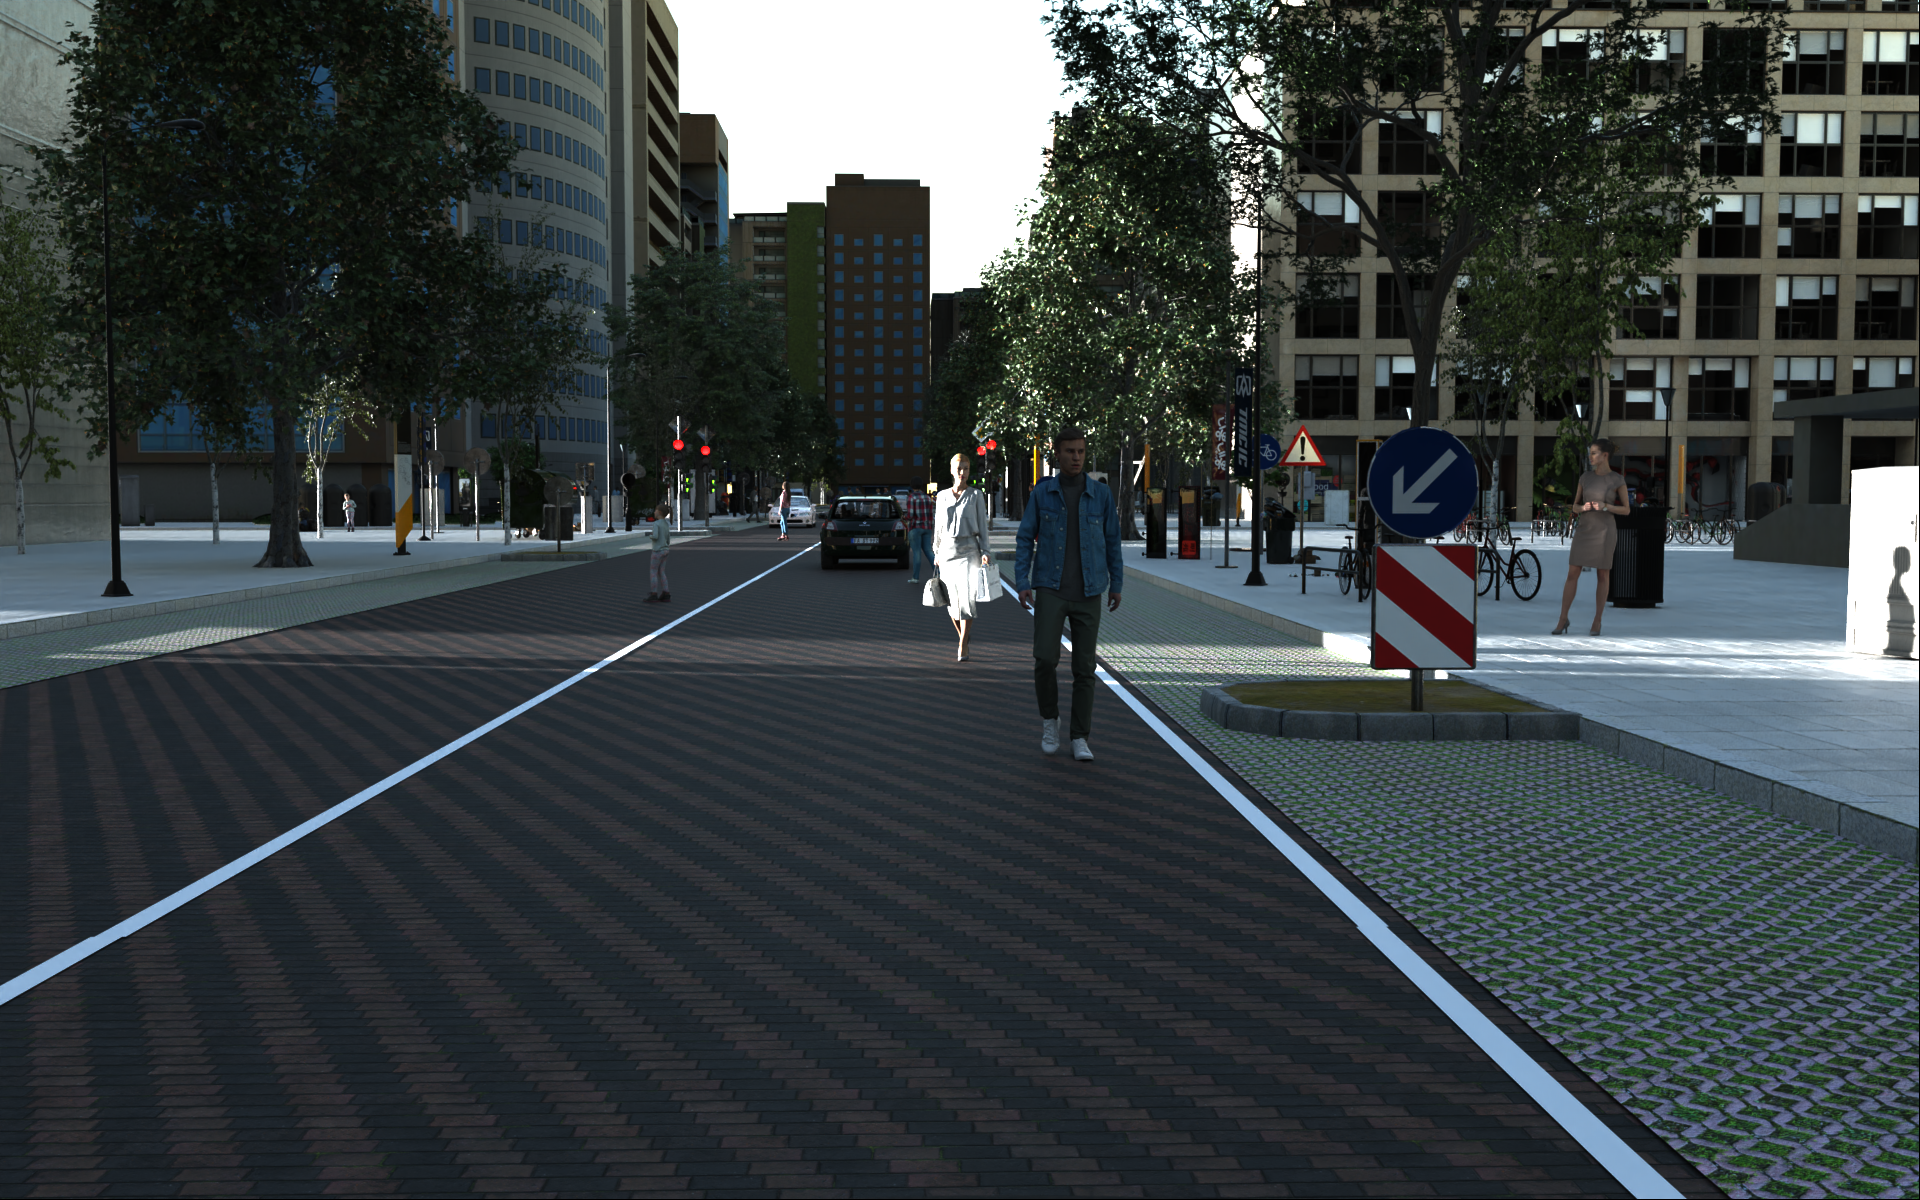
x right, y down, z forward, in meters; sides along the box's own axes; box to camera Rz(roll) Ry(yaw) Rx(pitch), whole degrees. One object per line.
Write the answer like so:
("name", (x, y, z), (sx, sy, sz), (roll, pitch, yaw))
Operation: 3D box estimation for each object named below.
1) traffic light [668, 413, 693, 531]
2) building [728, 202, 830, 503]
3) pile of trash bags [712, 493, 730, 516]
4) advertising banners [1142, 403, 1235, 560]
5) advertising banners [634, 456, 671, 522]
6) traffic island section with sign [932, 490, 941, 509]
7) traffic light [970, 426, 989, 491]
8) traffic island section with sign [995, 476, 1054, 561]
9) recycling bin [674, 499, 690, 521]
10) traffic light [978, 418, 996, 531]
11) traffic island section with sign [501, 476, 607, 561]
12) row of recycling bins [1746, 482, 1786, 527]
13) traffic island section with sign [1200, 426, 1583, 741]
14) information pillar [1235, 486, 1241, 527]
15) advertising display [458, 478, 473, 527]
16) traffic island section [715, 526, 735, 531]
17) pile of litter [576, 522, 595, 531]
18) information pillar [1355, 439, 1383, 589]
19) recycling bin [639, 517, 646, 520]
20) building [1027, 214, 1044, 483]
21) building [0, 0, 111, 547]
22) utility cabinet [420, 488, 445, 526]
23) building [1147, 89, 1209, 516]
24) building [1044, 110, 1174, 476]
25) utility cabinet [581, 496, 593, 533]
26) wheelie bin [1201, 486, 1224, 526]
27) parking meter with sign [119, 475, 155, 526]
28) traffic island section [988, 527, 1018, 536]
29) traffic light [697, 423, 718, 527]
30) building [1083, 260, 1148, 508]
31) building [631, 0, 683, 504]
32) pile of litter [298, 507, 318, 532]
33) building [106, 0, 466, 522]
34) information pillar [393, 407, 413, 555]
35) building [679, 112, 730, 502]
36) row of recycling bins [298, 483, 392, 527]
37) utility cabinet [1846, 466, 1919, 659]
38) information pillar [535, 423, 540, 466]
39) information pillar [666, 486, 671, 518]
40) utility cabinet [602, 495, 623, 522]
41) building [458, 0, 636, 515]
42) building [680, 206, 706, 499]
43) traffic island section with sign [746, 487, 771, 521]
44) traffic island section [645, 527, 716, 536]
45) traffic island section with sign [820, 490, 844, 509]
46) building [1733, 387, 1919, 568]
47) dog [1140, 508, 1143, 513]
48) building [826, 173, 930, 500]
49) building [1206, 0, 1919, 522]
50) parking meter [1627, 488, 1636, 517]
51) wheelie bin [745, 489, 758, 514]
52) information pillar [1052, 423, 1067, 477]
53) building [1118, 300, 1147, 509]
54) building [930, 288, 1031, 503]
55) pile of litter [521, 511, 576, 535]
("traffic light", (-9.701, -4.353, 60.100), (0.839, 4.253, 0.868), (0, 4, -2))
("building", (-25.520, -34.293, 244.291), (14.086, 41.232, 14.154), (0, 4, -2))
("pile of trash bags", (-14.757, -5.780, 104.260), (1.912, 1.369, 3.447), (1, 4, 17))
("advertising banners", (4.481, -2.311, 33.967), (2.074, 3.025, 0.090), (3, 4, 38))
("advertising banners", (-14.203, -5.087, 79.365), (2.074, 3.025, 0.090), (-1, 4, -14))
("traffic island section with sign", (-3.028, -11.664, 199.328), (1.989, 1.847, 2.006), (0, 4, -2))
("traffic light", (0.819, -4.862, 68.415), (0.839, 4.253, 0.868), (0, 4, -2))
("traffic island section with sign", (1.775, -1.789, 37.873), (1.989, 1.847, 2.006), (0, 4, -2))
("recycling bin", (-13.481, -4.360, 83.845), (0.722, 1.027, 0.722), (-1, 4, -13))
("traffic light", (1.055, -4.374, 60.434), (0.839, 4.253, 0.868), (0, 4, -2))
("traffic island section with sign", (-8.745, -1.770, 37.560), (1.989, 1.847, 2.006), (0, 4, -2))
("row of recycling bins", (27.982, -3.246, 60.181), (1.069, 1.692, 3.534), (2, 4, 32))
("traffic island section with sign", (2.586, -0.141, 10.930), (1.989, 1.847, 2.006), (0, 4, -2))
("information pillar", (10.978, -4.702, 68.231), (0.183, 3.616, 0.504), (0, 4, 0))
("advertising display", (-19.434, -3.847, 68.112), (0.123, 1.923, 0.974), (-3, 5, -43))
("traffic island section", (-9.978, -2.809, 68.215), (2.009, 0.180, 2.903), (0, 4, -2))
("pile of litter", (-13.369, -2.800, 59.748), (1.719, 0.858, 1.176), (-2, 4, -28))
("information pillar", (5.544, -1.162, 23.498), (0.304, 2.012, 0.304), (2, 4, 23))
("recycling bin", (-15.663, -4.517, 86.403), (0.722, 1.027, 0.722), (-1, 4, -15))
("building", (16.871, -34.336, 244.984), (14.086, 41.232, 14.154), (0, 4, -2))
("building", (-44.720, -16.052, 38.866), (44.131, 29.872, 17.030), (0, 4, -2))
("utility cabinet", (-20.936, -3.675, 68.761), (1.173, 1.500, 0.318), (3, 4, 37))
("building", (19.449, -17.946, 111.435), (12.078, 24.808, 19.932), (0, 4, -2))
("building", (17.257, -33.733, 201.639), (14.600, 45.320, 14.200), (0, 4, -2))
("utility cabinet", (-12.260, -2.801, 56.955), (0.306, 1.237, 1.020), (-1, 4, -16))
("wheelie bin", (10.004, -3.726, 68.829), (0.980, 1.594, 0.693), (2, 4, 28))
("parking meter with sign", (-33.155, -4.458, 69.155), (1.738, 3.016, 0.543), (-2, 4, -31))
("traffic island section", (1.096, -2.341, 60.549), (2.009, 0.180, 2.903), (0, 4, -2))
("traffic light", (-9.938, -4.842, 68.081), (0.839, 4.253, 0.868), (0, 4, -2))
("building", (18.461, -23.980, 163.780), (14.160, 30.474, 14.107), (0, 4, -2))
("building", (-36.812, -32.397, 153.389), (21.300, 48.544, 21.600), (0, 4, -2))
("pile of litter", (-22.570, -2.754, 58.986), (1.176, 0.858, 1.719), (3, 5, 44))
("building", (-33.022, -26.533, 83.919), (14.600, 45.320, 14.200), (0, 4, -2))
("information pillar", (-11.688, -2.750, 36.321), (0.183, 3.616, 0.504), (1, 4, 19))
("building", (-34.421, -33.642, 200.154), (14.200, 45.320, 14.600), (0, 4, -2))
("row of recycling bins", (-24.221, -3.744, 68.319), (3.534, 1.692, 1.069), (-2, 4, -33))
("utility cabinet", (7.440, -0.292, 13.446), (0.318, 1.500, 1.173), (-1, 4, -13))
("information pillar", (-13.932, -4.026, 57.185), (0.183, 3.616, 0.504), (0, 4, -7))
("information pillar", (-15.411, -5.346, 91.904), (0.304, 2.012, 0.304), (3, 5, 41))
("utility cabinet", (-15.871, -4.160, 79.181), (0.306, 1.237, 1.020), (3, 4, 37))
("building", (-34.876, -35.158, 116.834), (21.231, 58.520, 28.212), (0, 4, -2))
("building", (-33.109, -24.506, 172.376), (14.160, 30.474, 14.107), (0, 4, -2))
("traffic island section with sign", (-10.386, -5.149, 92.817), (1.989, 1.847, 2.006), (0, 4, -2))
("traffic island section", (-9.741, -2.321, 60.233), (2.009, 0.180, 2.903), (0, 4, -2))
("traffic island section with sign", (-12.665, -9.868, 169.961), (1.989, 1.847, 2.006), (0, 4, -2))
("building", (31.544, -20.463, 26.457), (32.217, 40.220, 23.993), (0, 4, -2))
("dog", (12.417, -6.077, 117.099), (0.748, 0.427, 0.550), (-1, 4, -20))
("building", (-11.389, -36.370, 244.752), (14.200, 45.320, 14.600), (0, 4, -2))
("building", (31.285, -17.385, 88.755), (34.151, 26.468, 19.350), (0, 4, -2))
("parking meter", (26.985, -3.747, 69.680), (0.372, 1.533, 0.369), (0, 3, 0))
("wheelie bin", (-13.621, -6.416, 112.816), (0.980, 1.594, 0.693), (0, 4, -1))
("information pillar", (3.294, -4.010, 56.925), (0.504, 3.616, 0.183), (-2, 4, -29))
("building", (20.782, -16.427, 136.031), (16.820, 18.784, 16.811), (0, 4, -2))
("building", (2.757, -28.989, 245.667), (14.107, 30.474, 14.160), (0, 4, -2))
("pile of litter", (-13.175, -2.483, 54.562), (1.719, 0.858, 1.176), (-2, 4, -28))
